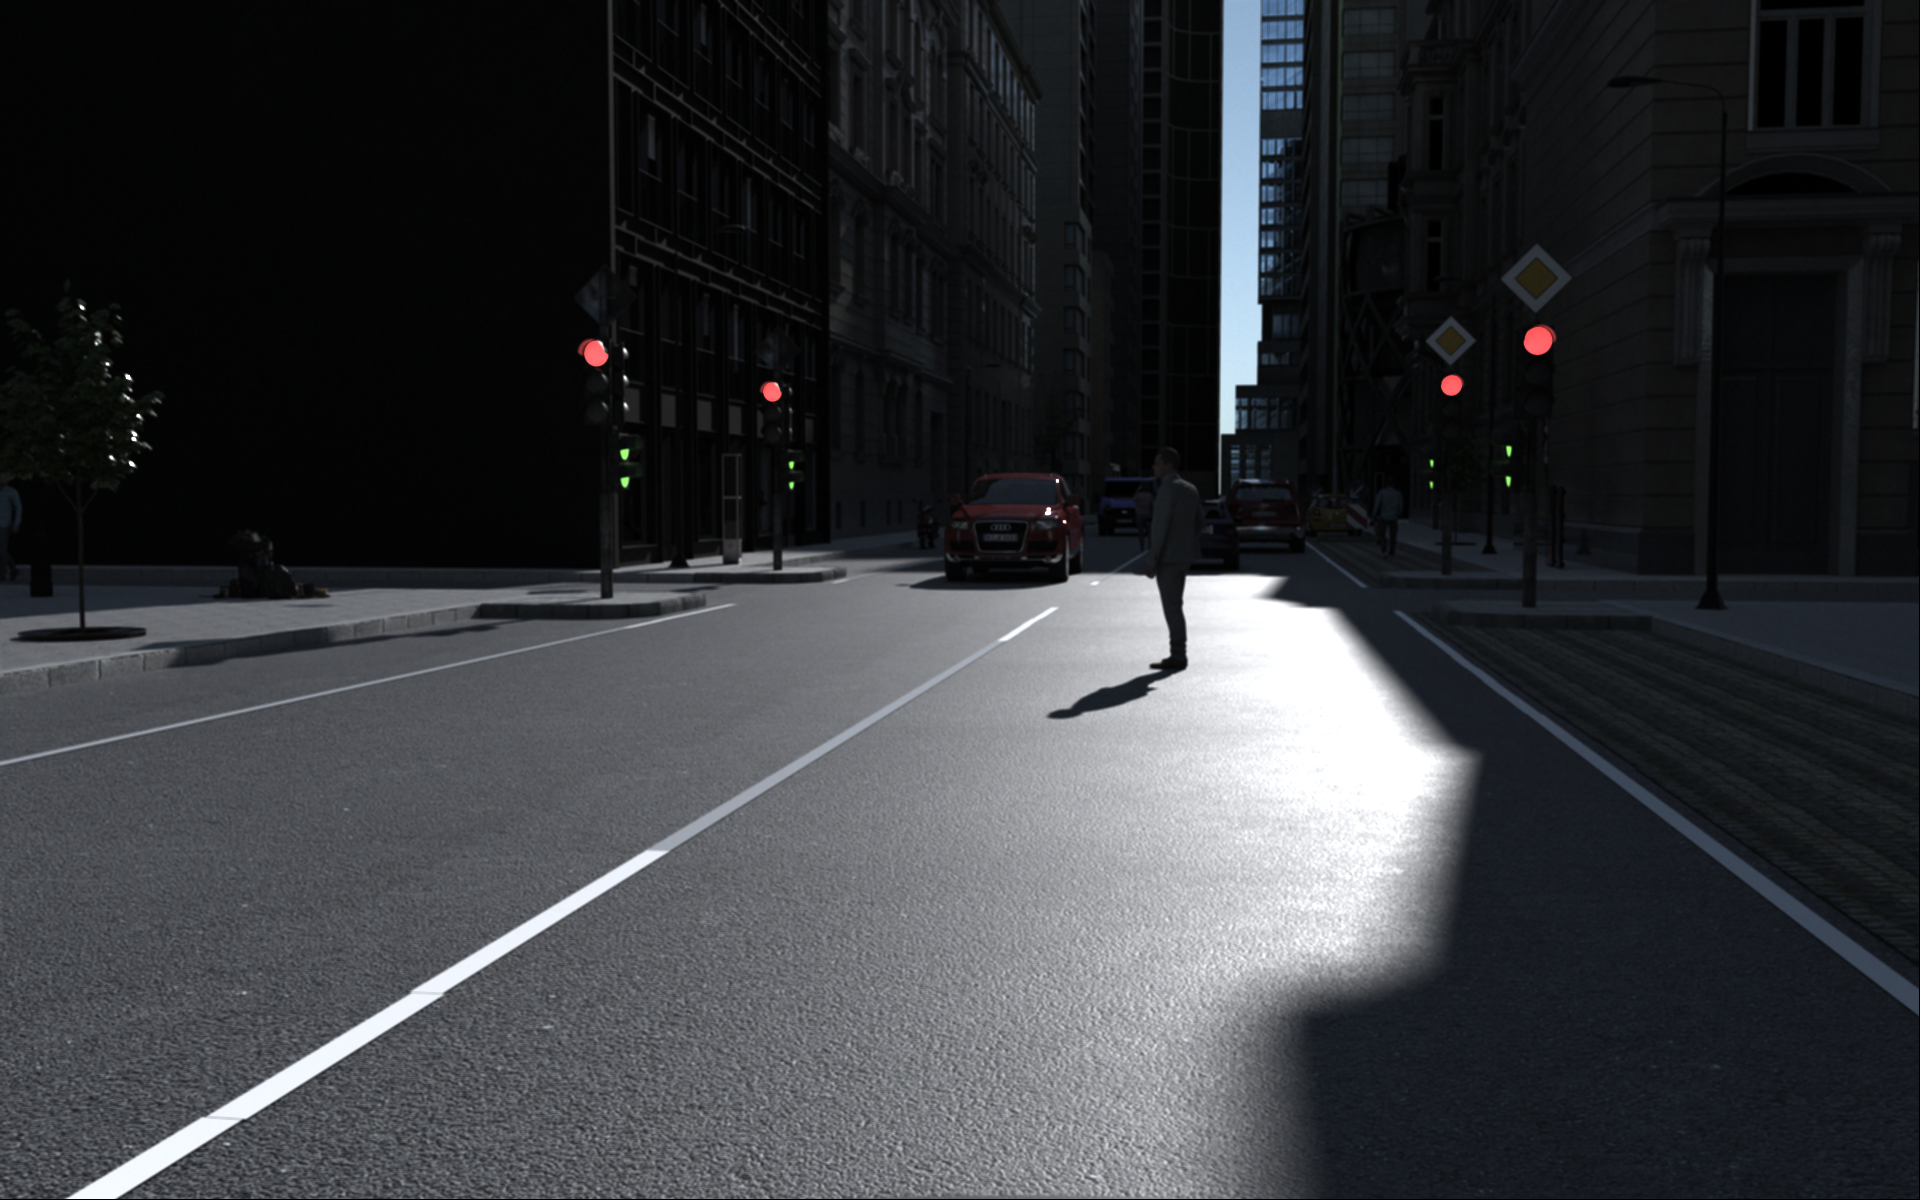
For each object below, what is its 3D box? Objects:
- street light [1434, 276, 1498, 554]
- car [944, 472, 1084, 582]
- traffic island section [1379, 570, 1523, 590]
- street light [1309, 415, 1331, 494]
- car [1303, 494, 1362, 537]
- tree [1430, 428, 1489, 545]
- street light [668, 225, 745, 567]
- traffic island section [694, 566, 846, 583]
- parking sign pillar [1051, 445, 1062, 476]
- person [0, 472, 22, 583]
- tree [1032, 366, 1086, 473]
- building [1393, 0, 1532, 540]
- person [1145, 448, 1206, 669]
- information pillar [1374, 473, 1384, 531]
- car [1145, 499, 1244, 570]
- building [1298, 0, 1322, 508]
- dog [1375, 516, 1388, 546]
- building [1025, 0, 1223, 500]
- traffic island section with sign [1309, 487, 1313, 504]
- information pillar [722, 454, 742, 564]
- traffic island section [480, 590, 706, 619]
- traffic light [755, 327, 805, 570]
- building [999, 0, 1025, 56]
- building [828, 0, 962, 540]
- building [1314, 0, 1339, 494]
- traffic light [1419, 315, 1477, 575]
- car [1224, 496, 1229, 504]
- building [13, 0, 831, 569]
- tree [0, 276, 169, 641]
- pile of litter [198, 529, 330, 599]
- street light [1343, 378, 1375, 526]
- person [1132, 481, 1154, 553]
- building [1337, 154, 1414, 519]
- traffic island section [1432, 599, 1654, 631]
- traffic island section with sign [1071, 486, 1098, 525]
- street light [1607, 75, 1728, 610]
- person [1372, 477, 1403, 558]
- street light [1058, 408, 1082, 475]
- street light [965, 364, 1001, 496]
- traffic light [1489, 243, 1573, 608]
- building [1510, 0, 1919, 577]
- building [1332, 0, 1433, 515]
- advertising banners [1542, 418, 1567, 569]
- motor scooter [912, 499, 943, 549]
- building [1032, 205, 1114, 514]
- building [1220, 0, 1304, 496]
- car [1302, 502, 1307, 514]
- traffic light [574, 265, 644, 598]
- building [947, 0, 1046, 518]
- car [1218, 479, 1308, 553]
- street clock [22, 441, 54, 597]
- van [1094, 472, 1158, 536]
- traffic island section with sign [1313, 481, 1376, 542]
[{"bbox_3d":[10.791,-3.941,36.973,1.470,5.913,1.316,1,4,9],"label":"street light"},{"bbox_3d":[1.015,-1.311,30.111,2.281,1.827,5.304,1,4,8],"label":"car"},{"bbox_3d":[7.750,-0.320,27.519,2.009,0.180,2.903,1,4,9],"label":"traffic island section"},{"bbox_3d":[21.077,-7.880,101.377,1.470,5.913,1.316,1,4,9],"label":"street light"},{"bbox_3d":[12.496,-2.928,58.096,2.015,1.641,3.980,0,4,8],"label":"car"},{"bbox_3d":[12.654,-3.001,43.674,1.663,3.219,1.824,0,3,0],"label":"tree"},{"bbox_3d":[-4.403,-3.524,30.166,1.470,5.913,1.316,1,4,9],"label":"street light"},{"bbox_3d":[-3.100,-0.428,29.275,2.009,0.180,2.903,1,4,9],"label":"traffic island section"},{"bbox_3d":[5.310,-6.527,95.186,1.447,3.967,1.447,1,4,12],"label":"parking sign pillar"},{"bbox_3d":[-15.447,-1.204,28.055,0.638,1.841,0.748,1,4,18],"label":"person"},{"bbox_3d":[4.986,-9.075,98.739,4.360,8.622,3.978,0,3,0],"label":"tree"},{"bbox_3d":[22.713,-14.748,60.222,14.460,24.649,34.723,1,4,9],"label":"building"},{"bbox_3d":[1.755,-0.345,14.242,0.391,1.810,0.635,2,4,26],"label":"person"},{"bbox_3d":[14.545,-3.402,60.116,0.304,2.012,0.304,1,4,11],"label":"information pillar"},{"bbox_3d":[4.600,-1.312,34.040,1.945,1.354,3.894,0,4,8],"label":"car"},{"bbox_3d":[43.176,-32.946,162.373,21.300,48.544,21.600,1,4,9],"label":"building"},{"bbox_3d":[11.585,-1.907,48.016,0.513,0.831,0.800,3,5,41],"label":"dog"},{"bbox_3d":[19.125,-46.338,195.880,20.611,71.187,20.563,1,4,9],"label":"building"},{"bbox_3d":[16.027,-4.275,78.530,1.989,1.847,2.006,1,4,9],"label":"traffic island section with sign"},{"bbox_3d":[-4.185,-1.670,31.793,0.304,2.012,0.304,0,4,4],"label":"information pillar"},{"bbox_3d":[-4.377,0.054,21.393,2.009,0.180,2.903,1,4,9],"label":"traffic island section"},{"bbox_3d":[-3.062,-2.460,29.134,0.839,4.253,0.868,1,4,9],"label":"traffic light"},{"bbox_3d":[6.903,-44.617,167.746,20.611,71.187,20.563,1,4,9],"label":"building"},{"bbox_3d":[-8.294,-16.509,57.306,14.401,28.519,23.554,1,4,9],"label":"building"},{"bbox_3d":[33.072,-28.985,124.009,14.600,45.320,14.200,1,4,9],"label":"building"},{"bbox_3d":[7.712,-2.354,27.411,0.839,4.253,0.868,1,4,9],"label":"traffic light"},{"bbox_3d":[16.906,-5.724,106.168,1.945,1.354,3.894,1,4,9],"label":"car"},{"bbox_3d":[-10.710,-12.720,37.644,12.332,23.373,15.834,1,4,9],"label":"building"},{"bbox_3d":[-7.944,-1.285,15.604,1.663,3.219,1.824,0,3,0],"label":"tree"},{"bbox_3d":[-8.664,-0.466,21.591,1.719,0.858,1.176,2,4,32],"label":"pile of litter"},{"bbox_3d":[16.011,-5.920,69.338,1.470,5.913,1.316,1,4,9],"label":"street light"},{"bbox_3d":[4.508,-1.996,41.720,0.593,1.750,0.643,-1,4,-21],"label":"person"},{"bbox_3d":[28.578,-13.718,91.739,16.820,18.784,16.811,1,4,9],"label":"building"},{"bbox_3d":[6.472,0.162,19.636,2.009,0.180,2.903,1,4,9],"label":"traffic island section"},{"bbox_3d":[5.534,-4.394,80.469,1.989,1.847,2.006,1,4,9],"label":"traffic island section with sign"},{"bbox_3d":[7.872,-2.859,19.284,1.470,5.913,1.316,1,4,9],"label":"street light"},{"bbox_3d":[9.511,-1.832,38.467,0.660,1.820,0.620,0,4,-2],"label":"person"},{"bbox_3d":[5.900,-7.401,93.552,1.470,5.913,1.316,1,4,9],"label":"street light"},{"bbox_3d":[0.766,-5.463,61.856,1.470,5.913,1.316,1,4,9],"label":"street light"},{"bbox_3d":[6.434,-1.872,19.528,0.839,4.253,0.868,1,4,9],"label":"traffic light"},{"bbox_3d":[21.345,-15.003,31.202,20.117,28.700,13.634,1,4,9],"label":"building"},{"bbox_3d":[30.898,-26.058,109.647,14.154,41.232,14.086,1,4,9],"label":"building"},{"bbox_3d":[10.452,-2.100,30.517,0.090,3.025,2.074,1,4,9],"label":"advertising banners"},{"bbox_3d":[-0.839,-2.005,45.566,0.815,1.314,1.986,0,4,8],"label":"motor scooter"},{"bbox_3d":[-4.206,-16.832,120.245,27.650,21.520,28.899,1,4,9],"label":"building"},{"bbox_3d":[45.075,-53.789,192.113,31.000,86.520,22.319,1,4,9],"label":"building"},{"bbox_3d":[20.087,-5.654,105.024,1.945,1.354,3.894,1,4,9],"label":"car"},{"bbox_3d":[-4.339,-1.977,21.252,0.839,4.253,0.868,1,4,9],"label":"traffic light"},{"bbox_3d":[-3.514,-17.372,81.296,12.463,27.353,25.104,1,4,9],"label":"building"},{"bbox_3d":[7.684,-2.157,43.944,2.281,1.827,5.304,1,4,9],"label":"car"},{"bbox_3d":[-11.473,-1.040,21.577,0.471,2.002,0.358,2,4,34],"label":"street clock"},{"bbox_3d":[5.989,-3.466,61.058,2.240,2.365,5.245,1,4,10],"label":"van"},{"bbox_3d":[11.722,-2.648,51.919,1.989,1.847,2.006,1,4,9],"label":"traffic island section with sign"}]
